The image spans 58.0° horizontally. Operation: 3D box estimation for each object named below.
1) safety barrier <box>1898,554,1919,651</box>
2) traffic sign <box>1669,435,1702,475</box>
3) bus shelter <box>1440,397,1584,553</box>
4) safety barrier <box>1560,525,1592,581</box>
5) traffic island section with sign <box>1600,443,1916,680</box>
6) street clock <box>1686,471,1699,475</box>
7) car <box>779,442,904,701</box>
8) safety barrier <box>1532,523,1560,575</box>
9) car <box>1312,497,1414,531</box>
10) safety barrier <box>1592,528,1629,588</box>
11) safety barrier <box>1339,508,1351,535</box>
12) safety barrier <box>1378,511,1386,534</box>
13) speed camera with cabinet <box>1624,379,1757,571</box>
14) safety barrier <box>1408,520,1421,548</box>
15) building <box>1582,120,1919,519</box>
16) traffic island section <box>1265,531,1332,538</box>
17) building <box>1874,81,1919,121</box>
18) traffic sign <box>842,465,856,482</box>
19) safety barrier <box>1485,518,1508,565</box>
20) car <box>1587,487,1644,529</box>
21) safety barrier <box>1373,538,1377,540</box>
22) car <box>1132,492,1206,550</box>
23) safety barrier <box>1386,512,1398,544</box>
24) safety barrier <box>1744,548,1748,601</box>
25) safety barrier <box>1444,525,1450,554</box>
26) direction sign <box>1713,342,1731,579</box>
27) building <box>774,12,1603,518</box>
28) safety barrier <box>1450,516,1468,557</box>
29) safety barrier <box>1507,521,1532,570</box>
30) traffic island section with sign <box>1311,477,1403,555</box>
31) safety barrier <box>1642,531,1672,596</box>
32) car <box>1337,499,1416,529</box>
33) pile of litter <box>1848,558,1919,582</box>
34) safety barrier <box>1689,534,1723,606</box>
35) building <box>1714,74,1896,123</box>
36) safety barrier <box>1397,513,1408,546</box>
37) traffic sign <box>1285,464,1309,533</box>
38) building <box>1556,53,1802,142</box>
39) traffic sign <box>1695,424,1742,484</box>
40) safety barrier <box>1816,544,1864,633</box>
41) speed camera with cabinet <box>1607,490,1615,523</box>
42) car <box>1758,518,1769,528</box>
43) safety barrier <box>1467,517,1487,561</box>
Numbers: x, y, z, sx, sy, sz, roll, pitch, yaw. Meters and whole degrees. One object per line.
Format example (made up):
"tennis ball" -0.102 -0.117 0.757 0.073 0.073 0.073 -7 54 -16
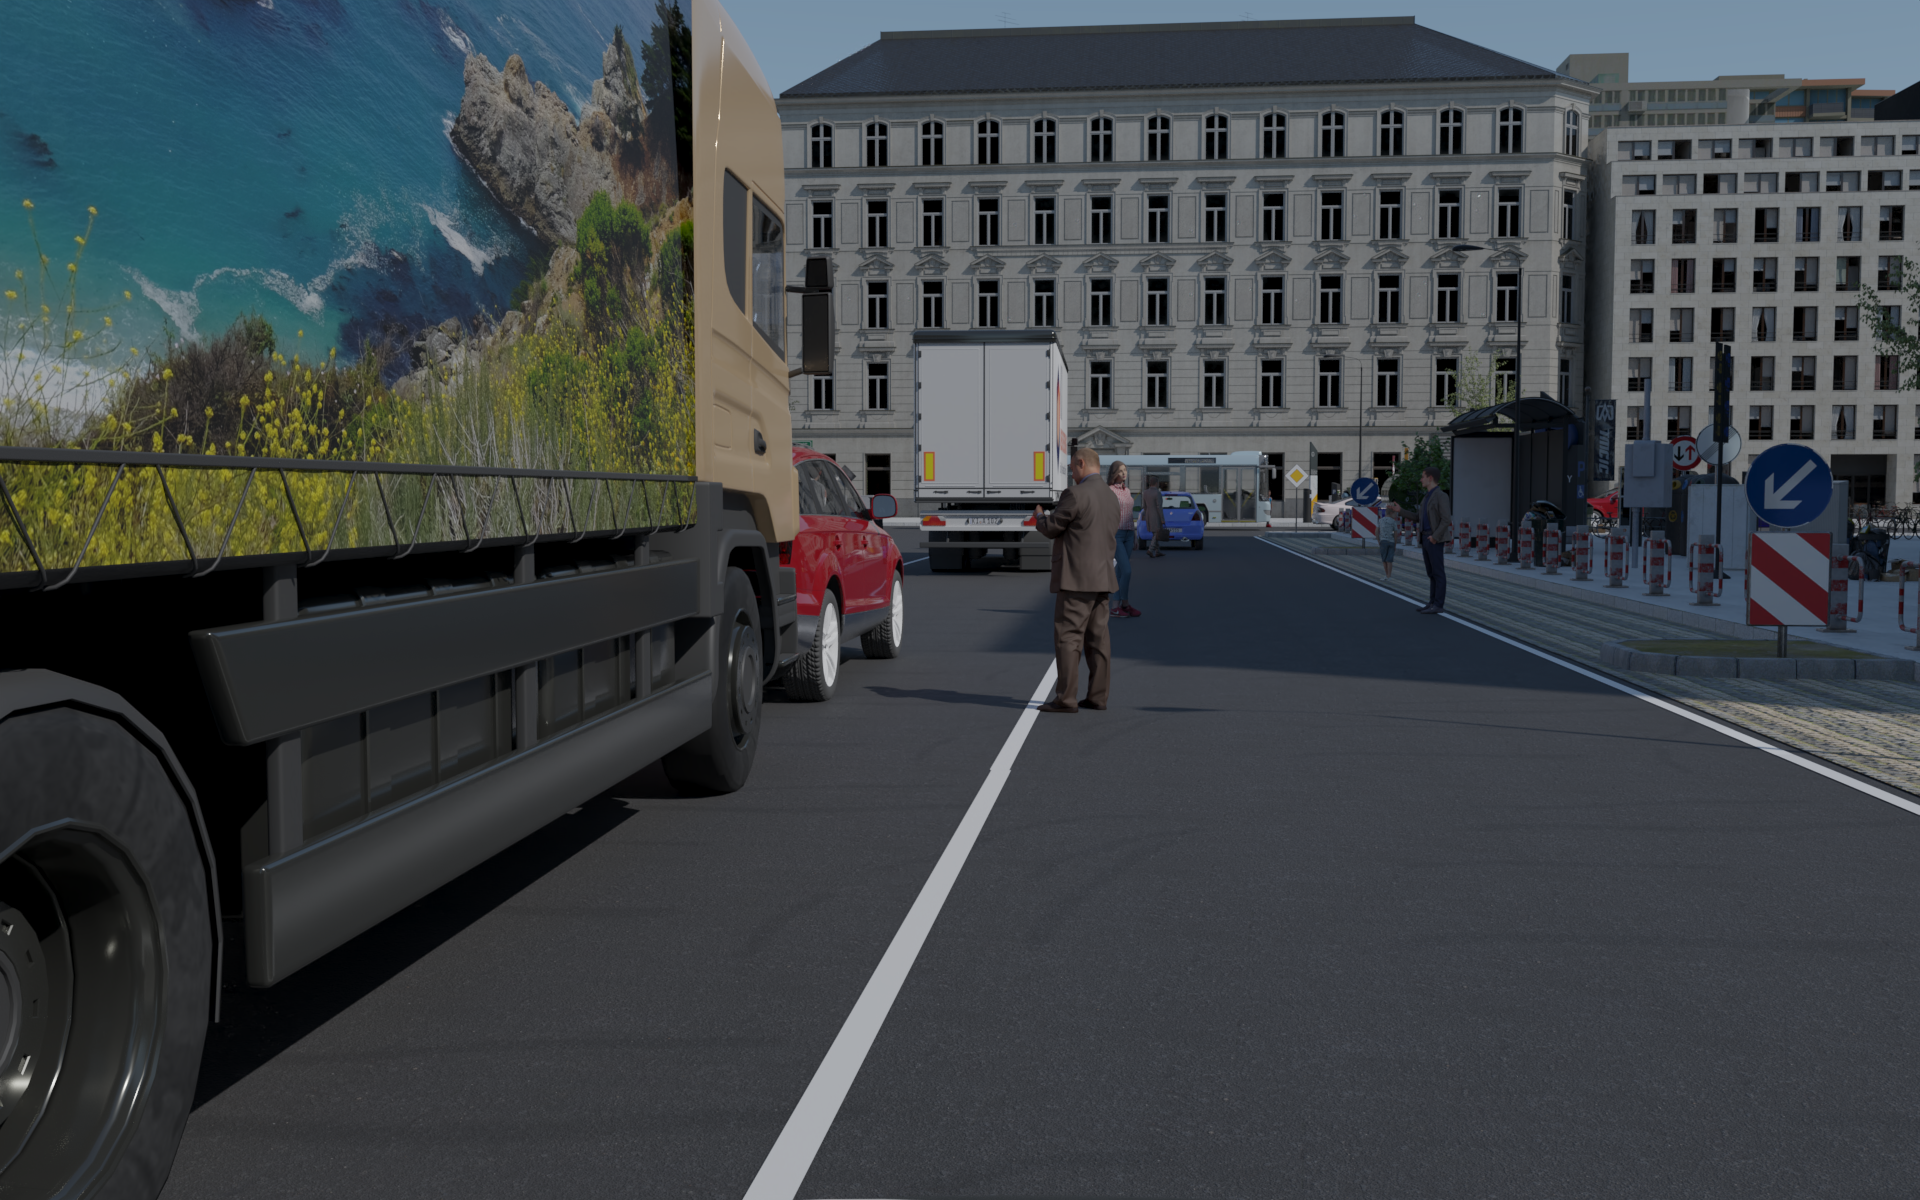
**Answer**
"safety barrier" 7.945 0.005 14.189 0.300 0.817 1.120 0 4 6
"traffic sign" 15.751 -2.301 37.724 0.768 2.556 0.104 1 4 12
"bus shelter" 12.219 -2.744 38.783 2.014 3.302 5.546 0 4 6
"safety barrier" 9.212 -0.695 25.645 0.300 0.817 1.120 0 4 6
"traffic island section with sign" 6.434 -0.346 14.282 1.989 1.847 2.006 0 4 6
"street clock" 22.634 -3.005 53.698 0.358 2.002 0.471 -2 4 -32
"car" -1.716 -0.301 13.599 2.281 1.827 5.304 0 4 6
"safety barrier" 9.419 -0.812 27.556 0.300 0.817 1.120 0 4 6
"car" 16.436 -3.453 68.821 4.827 1.381 2.083 0 4 5
"safety barrier" 8.998 -0.579 23.739 0.300 0.817 1.120 0 4 6
"safety barrier" 12.584 -2.564 56.197 0.300 0.817 1.120 0 4 6
"safety barrier" 11.532 -1.981 46.664 0.300 0.817 1.120 0 4 6
"speed camera with cabinet" 12.473 -2.155 29.576 2.038 3.252 0.660 3 4 37
"safety barrier" 10.898 -1.631 40.940 0.300 0.817 1.120 0 4 6
"building" 42.315 -14.557 92.766 16.860 20.320 10.420 0 4 6
"traffic island section" 11.229 -2.169 57.752 2.009 0.180 2.903 0 4 6
"building" 59.194 -16.060 92.256 15.834 23.373 12.332 0 4 6
"traffic sign" -3.946 -3.408 59.365 0.795 2.450 0.064 0 4 6
"safety barrier" 9.837 -1.047 31.386 0.300 0.817 1.120 0 4 6
"car" 26.769 -3.714 69.402 5.304 1.827 2.281 0 4 5
"safety barrier" 11.739 -2.098 48.569 0.300 0.817 1.120 0 4 6
"car" 5.529 -2.211 45.738 1.945 1.707 3.694 0 4 5
"safety barrier" 11.320 -1.864 44.759 0.300 0.817 1.120 0 4 6
"safety barrier" 8.361 -0.228 18.002 0.300 0.817 1.120 0 4 6
"safety barrier" 10.473 -1.396 37.105 0.300 0.817 1.120 0 4 6
"direction sign" 11.503 -2.092 26.204 0.379 3.537 0.876 3 4 36
"building" 12.404 -19.757 99.443 44.131 29.872 17.030 0 4 6
"safety barrier" 10.266 -1.280 35.199 0.300 0.817 1.120 0 4 6
"safety barrier" 9.631 -0.929 29.470 0.300 0.817 1.120 0 4 6
"traffic island section with sign" 9.419 -1.992 41.196 1.989 1.847 2.006 0 4 6
"safety barrier" 8.786 -0.462 21.834 0.300 0.817 1.120 0 4 6
"car" 16.533 -3.311 66.709 3.894 1.354 1.945 0 4 7
"pile of litter" 13.951 -0.731 25.918 1.719 0.858 1.176 -2 4 -31
"safety barrier" 8.577 -0.345 19.922 0.300 0.817 1.120 0 4 6
"building" 83.192 -32.373 183.930 28.867 44.769 22.147 0 4 6
"safety barrier" 11.103 -1.747 42.846 0.300 0.817 1.120 0 4 6
"traffic sign" 11.205 -3.305 57.677 0.795 2.450 0.064 0 4 6
"building" 55.108 -28.472 157.393 32.217 40.220 23.993 0 4 6
"traffic sign" 13.516 -1.885 30.930 0.768 2.556 0.104 1 4 14
"safety barrier" 8.155 -0.111 16.094 0.300 0.817 1.120 0 4 6
"speed camera with cabinet" 29.276 -5.009 76.228 0.660 3.252 2.038 -1 4 -13
"car" 30.024 -3.184 64.643 3.894 1.354 1.945 0 4 6
"safety barrier" 10.054 -1.163 33.294 0.300 0.817 1.120 0 4 6
